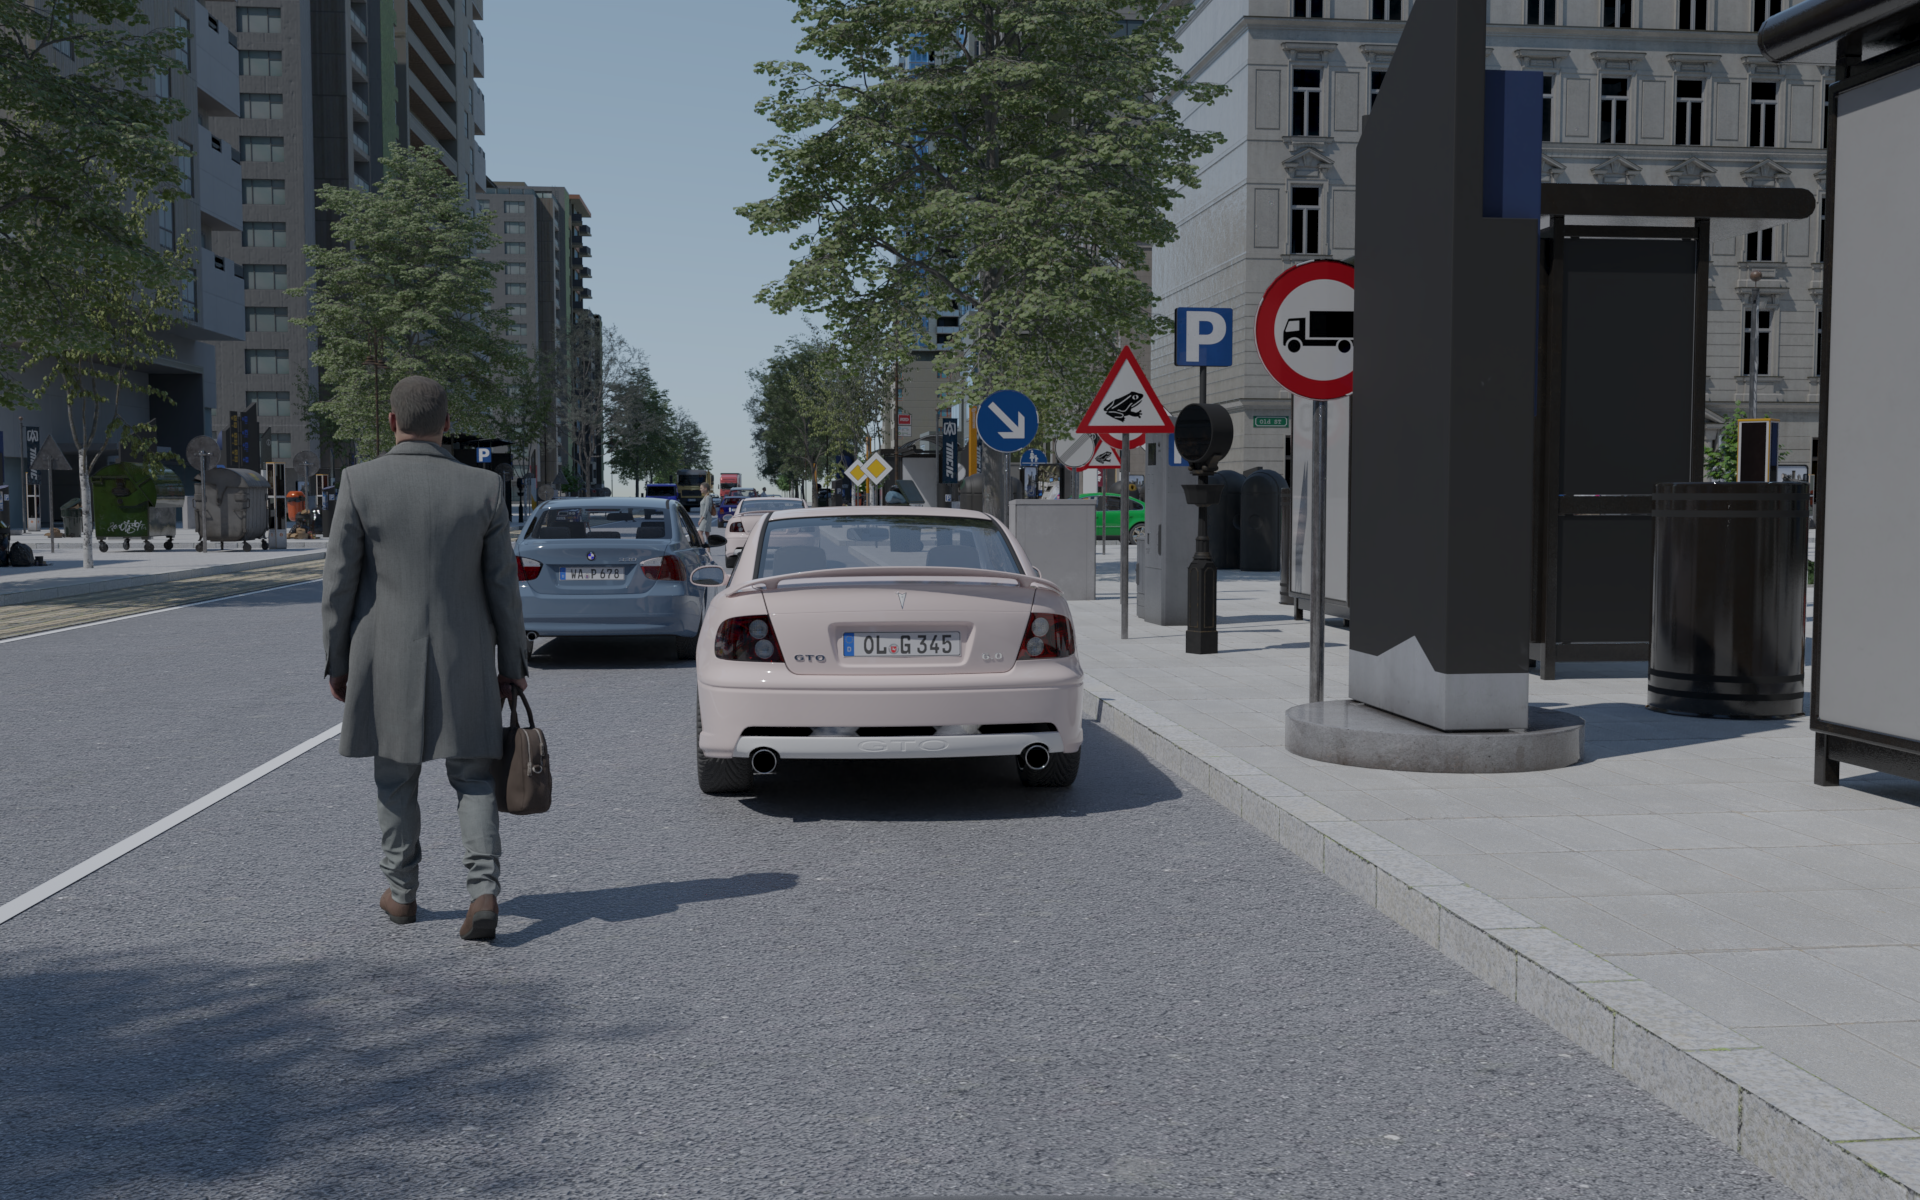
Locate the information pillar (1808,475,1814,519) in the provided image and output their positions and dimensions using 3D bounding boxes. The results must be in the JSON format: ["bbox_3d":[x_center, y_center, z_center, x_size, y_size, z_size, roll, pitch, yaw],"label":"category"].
[{"bbox_3d":[31.952,-3.718,65.286,0.304,2.012,0.304,-2,4,-33],"label":"information pillar"}]

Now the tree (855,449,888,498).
[{"bbox_3d":[-4.141,-4.873,74.274,1.663,3.219,1.824,0,3,0],"label":"tree"}]

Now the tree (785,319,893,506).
[{"bbox_3d":[-4.462,-7.252,68.936,4.737,8.622,4.395,0,3,0],"label":"tree"}]

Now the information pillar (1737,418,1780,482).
[{"bbox_3d":[7.833,-0.768,17.042,0.304,2.012,0.304,3,5,41],"label":"information pillar"}]

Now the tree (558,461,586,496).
[{"bbox_3d":[-22.784,-6.469,100.377,1.663,3.219,1.824,0,3,0],"label":"tree"}]

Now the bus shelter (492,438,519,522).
[{"bbox_3d":[-20.524,-5.159,75.631,1.731,3.624,6.357,0,4,-7],"label":"bus shelter"}]

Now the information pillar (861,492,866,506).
[{"bbox_3d":[-5.544,-5.745,98.429,0.304,2.012,0.304,1,4,9],"label":"information pillar"}]

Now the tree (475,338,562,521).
[{"bbox_3d":[-20.740,-8.045,81.893,4.737,8.622,4.395,0,3,0],"label":"tree"}]

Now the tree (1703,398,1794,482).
[{"bbox_3d":[15.773,-2.491,35.332,1.663,3.219,1.824,0,3,0],"label":"tree"}]

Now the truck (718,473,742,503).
[{"bbox_3d":[-30.636,-14.826,231.325,2.839,4.237,11.283,0,4,-5],"label":"truck"}]

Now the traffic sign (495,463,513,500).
[{"bbox_3d":[-18.780,-4.357,71.347,0.768,2.556,0.104,0,4,1],"label":"traffic sign"}]

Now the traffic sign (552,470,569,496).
[{"bbox_3d":[-21.292,-5.645,92.299,0.884,2.594,0.081,0,4,1],"label":"traffic sign"}]

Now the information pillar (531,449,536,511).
[{"bbox_3d":[-22.281,-6.066,90.535,0.183,3.616,0.504,-3,4,-36],"label":"information pillar"}]

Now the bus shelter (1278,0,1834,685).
[{"bbox_3d":[4.342,-2.352,16.087,2.179,5.291,8.768,0,4,-6],"label":"bus shelter"}]

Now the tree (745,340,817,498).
[{"bbox_3d":[-20.110,-21.867,213.411,12.611,20.169,13.585,0,3,0],"label":"tree"}]

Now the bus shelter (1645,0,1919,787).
[{"bbox_3d":[4.730,-1.744,6.144,2.179,5.291,8.768,0,4,-7],"label":"bus shelter"}]

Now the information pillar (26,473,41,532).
[{"bbox_3d":[-31.642,-3.343,59.147,0.304,2.012,0.304,0,4,-2],"label":"information pillar"}]

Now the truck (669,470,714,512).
[{"bbox_3d":[-21.292,-8.750,138.989,3.469,3.379,9.791,0,4,-5],"label":"truck"}]

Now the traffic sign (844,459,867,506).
[{"bbox_3d":[-2.895,-2.781,49.113,0.795,2.450,0.064,0,4,-6],"label":"traffic sign"}]

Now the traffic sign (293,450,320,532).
[{"bbox_3d":[-19.055,-3.083,50.507,0.768,2.556,0.104,0,4,-4],"label":"traffic sign"}]

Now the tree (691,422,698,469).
[{"bbox_3d":[-33.363,-16.309,184.779,7.486,12.596,7.792,0,3,0],"label":"tree"}]

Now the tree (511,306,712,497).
[{"bbox_3d":[-24.616,-12.456,114.025,12.009,13.543,11.850,0,3,0],"label":"tree"}]

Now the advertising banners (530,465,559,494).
[{"bbox_3d":[-25.016,-6.608,104.222,2.074,3.025,0.090,1,4,23],"label":"advertising banners"}]

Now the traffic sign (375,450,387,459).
[{"bbox_3d":[-13.263,-2.219,39.917,0.795,2.450,0.064,0,4,-6],"label":"traffic sign"}]

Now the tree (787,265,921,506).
[{"bbox_3d":[-2.982,-6.382,54.702,4.360,8.622,3.978,0,3,0],"label":"tree"}]

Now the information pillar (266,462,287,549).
[{"bbox_3d":[-15.905,-2.191,40.314,0.304,2.012,0.304,2,4,33],"label":"information pillar"}]

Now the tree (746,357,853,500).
[{"bbox_3d":[-13.842,-14.739,151.349,12.009,13.543,11.850,0,3,0],"label":"tree"}]

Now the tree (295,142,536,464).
[{"bbox_3d":[-17.753,-8.439,56.111,7.486,12.596,7.792,0,3,0],"label":"tree"}]

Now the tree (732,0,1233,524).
[{"bbox_3d":[0.380,-6.641,26.715,7.486,12.596,7.792,0,3,0],"label":"tree"}]

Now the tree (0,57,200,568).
[{"bbox_3d":[-14.980,-4.839,29.474,4.737,8.622,4.395,0,3,0],"label":"tree"}]

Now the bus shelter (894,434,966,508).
[{"bbox_3d":[-1.110,-4.124,61.350,2.014,3.302,5.546,0,4,-7],"label":"bus shelter"}]

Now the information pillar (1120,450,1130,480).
[{"bbox_3d":[6.229,-4.542,65.611,0.183,3.616,0.504,-3,5,-40],"label":"information pillar"}]

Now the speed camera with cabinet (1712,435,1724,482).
[{"bbox_3d":[25.780,-3.864,57.516,0.660,3.252,2.038,0,4,-7],"label":"speed camera with cabinet"}]

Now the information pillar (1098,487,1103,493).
[{"bbox_3d":[5.924,-4.283,74.513,0.304,2.012,0.304,-2,4,-32],"label":"information pillar"}]

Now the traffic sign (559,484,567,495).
[{"bbox_3d":[-23.403,-6.304,103.068,0.884,2.594,0.081,0,4,-4],"label":"traffic sign"}]

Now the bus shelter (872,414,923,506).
[{"bbox_3d":[-3.204,-6.514,84.140,2.179,5.291,8.768,0,4,-7],"label":"bus shelter"}]

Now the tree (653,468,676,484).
[{"bbox_3d":[-33.917,-13.167,198.988,4.285,4.588,4.351,0,3,0],"label":"tree"}]

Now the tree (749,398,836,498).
[{"bbox_3d":[-16.663,-15.833,175.882,9.611,12.733,9.660,0,3,0],"label":"tree"}]

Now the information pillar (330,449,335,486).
[{"bbox_3d":[-32.368,-5.996,89.394,0.183,3.616,0.504,-2,4,-34],"label":"information pillar"}]

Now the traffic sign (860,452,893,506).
[{"bbox_3d":[-1.989,-2.296,41.179,0.795,2.450,0.064,0,4,-6],"label":"traffic sign"}]

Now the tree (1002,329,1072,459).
[{"bbox_3d":[2.825,-7.536,73.575,4.737,8.622,4.395,0,3,0],"label":"tree"}]

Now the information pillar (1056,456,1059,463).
[{"bbox_3d":[5.255,-6.254,93.599,0.183,3.616,0.504,-1,4,-11],"label":"information pillar"}]

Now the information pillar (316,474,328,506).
[{"bbox_3d":[-23.892,-3.697,64.938,0.304,2.012,0.304,1,4,21],"label":"information pillar"}]

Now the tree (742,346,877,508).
[{"bbox_3d":[-9.167,-10.674,108.925,8.767,10.594,7.601,-2,4,-29],"label":"tree"}]

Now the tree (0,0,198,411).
[{"bbox_3d":[-13.772,-6.364,22.175,7.486,12.596,7.792,0,3,0],"label":"tree"}]

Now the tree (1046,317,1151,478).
[{"bbox_3d":[5.232,-7.186,67.853,4.360,8.622,3.978,0,3,0],"label":"tree"}]

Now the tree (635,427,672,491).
[{"bbox_3d":[-29.908,-13.260,167.166,4.360,8.622,3.978,0,3,0],"label":"tree"}]

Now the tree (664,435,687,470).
[{"bbox_3d":[-35.830,-16.006,212.059,4.737,8.622,4.395,0,3,0],"label":"tree"}]

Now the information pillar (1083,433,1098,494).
[{"bbox_3d":[4.083,-3.832,54.004,0.504,3.616,0.183,2,4,30],"label":"information pillar"}]

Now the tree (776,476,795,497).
[{"bbox_3d":[-23.150,-15.115,230.835,4.285,4.588,4.351,0,3,0],"label":"tree"}]

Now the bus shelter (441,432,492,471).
[{"bbox_3d":[-20.048,-4.730,68.615,1.731,3.624,6.357,0,4,-7],"label":"bus shelter"}]

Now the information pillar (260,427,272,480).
[{"bbox_3d":[-23.983,-4.195,59.948,0.183,3.616,0.504,1,4,17],"label":"information pillar"}]

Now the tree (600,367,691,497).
[{"bbox_3d":[-28.622,-14.434,154.124,7.486,12.596,7.792,0,3,0],"label":"tree"}]

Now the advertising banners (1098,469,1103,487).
[{"bbox_3d":[5.713,-4.080,62.895,2.074,3.025,0.090,1,4,16],"label":"advertising banners"}]

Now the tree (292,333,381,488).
[{"bbox_3d":[-27.043,-7.691,76.109,4.737,8.622,4.395,0,3,0],"label":"tree"}]

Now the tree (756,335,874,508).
[{"bbox_3d":[-11.479,-14.149,137.988,9.857,13.997,8.962,0,3,0],"label":"tree"}]
